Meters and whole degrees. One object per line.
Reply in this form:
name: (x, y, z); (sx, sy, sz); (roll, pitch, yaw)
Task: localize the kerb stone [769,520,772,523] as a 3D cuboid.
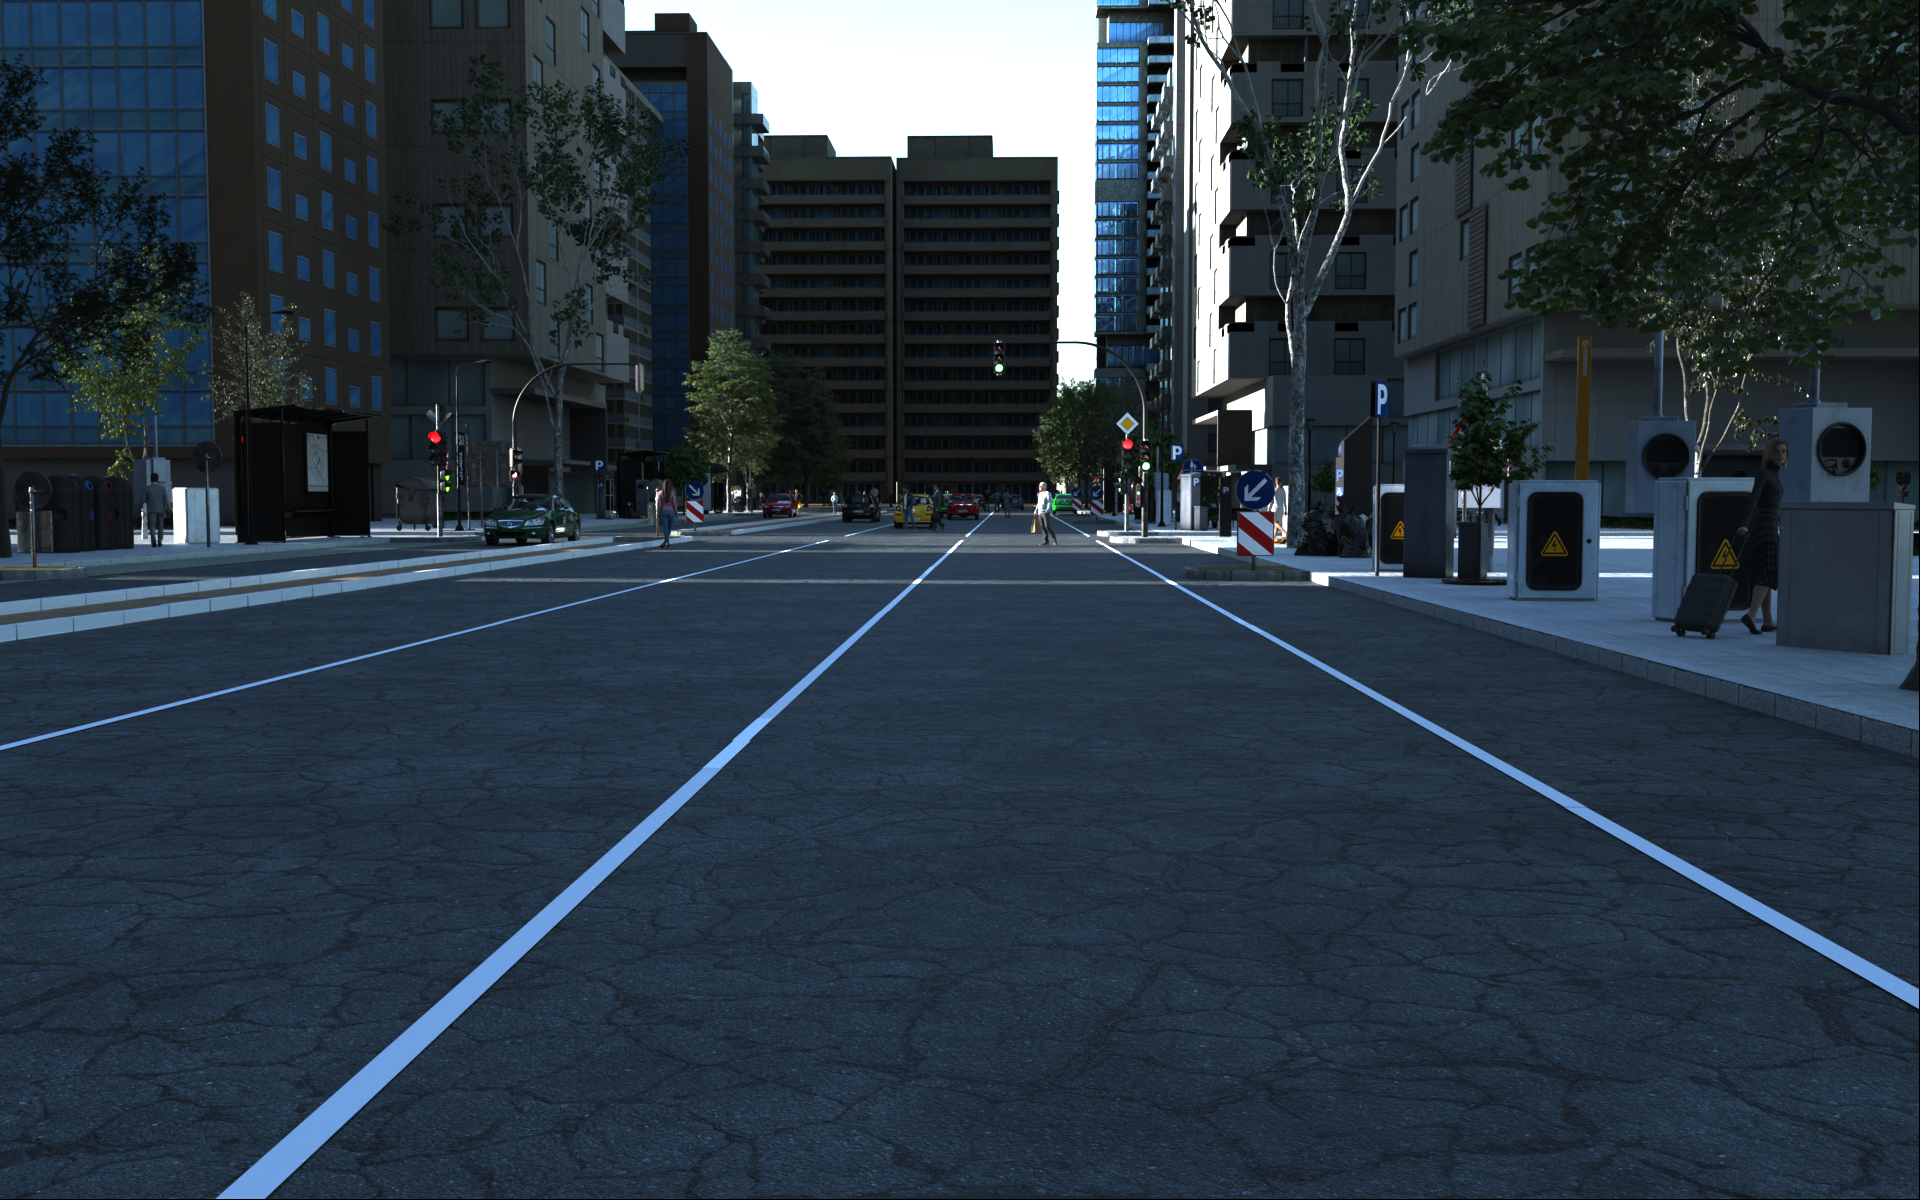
kerb stone: (-9.361, -3.763, 83.723); (0.120, 0.150, 1.000); (0, 4, 2)

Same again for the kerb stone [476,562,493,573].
kerb stone: (-8.857, -0.591, 31.857); (0.120, 0.150, 1.000); (0, 4, 2)

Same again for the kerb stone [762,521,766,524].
kerb stone: (-9.417, -3.637, 81.680); (0.120, 0.150, 1.000); (0, 4, 2)

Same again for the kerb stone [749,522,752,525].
kerb stone: (-9.551, -3.386, 77.563); (0.120, 0.150, 1.000); (0, 4, 2)

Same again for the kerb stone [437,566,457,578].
kerb stone: (-8.916, -0.463, 29.812); (0.120, 0.150, 1.000); (0, 4, 2)

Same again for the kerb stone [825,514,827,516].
kerb stone: (-8.603, -5.265, 108.329); (0.120, 0.150, 1.000); (0, 4, 2)

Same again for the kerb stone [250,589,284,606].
kerb stone: (-9.136, -0.027, 22.629); (0.120, 0.150, 1.000); (0, 4, 2)

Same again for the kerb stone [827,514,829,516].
kerb stone: (-8.565, -5.331, 109.351); (0.120, 0.150, 1.000); (0, 4, 2)

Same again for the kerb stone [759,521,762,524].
kerb stone: (-9.452, -3.569, 80.651); (0.120, 0.150, 1.000); (0, 4, 2)

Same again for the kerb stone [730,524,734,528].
kerb stone: (-9.701, -3.069, 72.432); (0.120, 0.150, 1.000); (0, 4, 2)

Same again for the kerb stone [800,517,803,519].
kerb stone: (-8.981, -4.515, 96.018); (0.120, 0.150, 1.000); (0, 4, 2)

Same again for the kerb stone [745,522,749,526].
kerb stone: (-9.577, -3.323, 76.531); (0.120, 0.150, 1.000); (0, 4, 2)

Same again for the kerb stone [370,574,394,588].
kerb stone: (-9.011, -0.273, 26.738); (0.120, 0.150, 1.000); (0, 4, 2)

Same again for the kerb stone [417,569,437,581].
kerb stone: (-8.955, -0.403, 28.780); (0.120, 0.150, 1.000); (0, 4, 2)

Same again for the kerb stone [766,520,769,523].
kerb stone: (-9.389, -3.701, 82.701); (0.120, 0.150, 1.000); (0, 4, 2)

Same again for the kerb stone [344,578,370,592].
kerb stone: (-9.038, -0.211, 25.710); (0.120, 0.150, 1.000); (0, 4, 2)

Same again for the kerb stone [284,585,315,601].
kerb stone: (-9.110, -0.089, 23.658); (0.120, 0.150, 1.000); (0, 4, 2)

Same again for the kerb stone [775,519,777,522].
kerb stone: (-9.297, -3.886, 85.784); (0.120, 0.150, 1.000); (0, 4, 2)

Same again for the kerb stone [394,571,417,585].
kerb stone: (-8.980, -0.340, 27.759); (0.120, 0.150, 1.000); (0, 4, 2)

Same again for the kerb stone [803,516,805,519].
kerb stone: (-8.947, -4.572, 97.052); (0.120, 0.150, 1.000); (0, 4, 2)

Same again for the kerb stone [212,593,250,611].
kerb stone: (-9.172, 0.036, 21.608); (0.120, 0.150, 1.000); (0, 4, 2)

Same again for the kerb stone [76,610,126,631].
kerb stone: (-9.265, 0.228, 18.528); (0.120, 0.150, 1.000); (0, 4, 2)

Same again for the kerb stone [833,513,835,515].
kerb stone: (-8.446, -5.581, 113.438); (0.120, 0.150, 1.000); (0, 4, 2)

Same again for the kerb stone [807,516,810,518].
kerb stone: (-8.874, -4.704, 99.098); (0.120, 0.150, 1.000); (0, 4, 2)

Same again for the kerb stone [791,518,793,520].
kerb stone: (-9.109, -4.265, 91.931); (0.120, 0.150, 1.000); (0, 4, 2)

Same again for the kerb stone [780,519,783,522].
kerb stone: (-9.227, -4.015, 87.832); (0.120, 0.150, 1.000); (0, 4, 2)

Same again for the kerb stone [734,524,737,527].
kerb stone: (-9.684, -3.135, 73.454); (0.120, 0.150, 1.000); (0, 4, 2)

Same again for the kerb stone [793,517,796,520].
kerb stone: (-9.065, -4.328, 92.953); (0.120, 0.150, 1.000); (0, 4, 2)

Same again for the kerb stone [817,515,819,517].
kerb stone: (-8.732, -5.018, 104.231); (0.120, 0.150, 1.000); (0, 4, 2)

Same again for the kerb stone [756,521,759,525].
kerb stone: (-9.489, -3.512, 79.619); (0.120, 0.150, 1.000); (0, 4, 2)

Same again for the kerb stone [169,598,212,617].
kerb stone: (-9.205, 0.099, 20.575); (0.120, 0.150, 1.000); (0, 4, 2)

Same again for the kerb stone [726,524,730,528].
kerb stone: (-9.737, -3.009, 71.397); (0.120, 0.150, 1.000); (0, 4, 2)

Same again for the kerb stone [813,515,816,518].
kerb stone: (-8.789, -4.892, 102.178); (0.120, 0.150, 1.000); (0, 4, 2)

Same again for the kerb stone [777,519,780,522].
kerb stone: (-9.263, -3.952, 86.811); (0.120, 0.150, 1.000); (0, 4, 2)

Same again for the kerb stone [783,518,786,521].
kerb stone: (-9.195, -4.077, 88.854); (0.120, 0.150, 1.000); (0, 4, 2)

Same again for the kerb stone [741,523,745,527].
kerb stone: (-9.613, -3.260, 75.506); (0.120, 0.150, 1.000); (0, 4, 2)

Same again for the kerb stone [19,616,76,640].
kerb stone: (-9.297, 0.287, 17.506); (0.120, 0.150, 1.000); (0, 4, 2)

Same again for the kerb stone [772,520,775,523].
kerb stone: (-9.324, -3.826, 84.752); (0.120, 0.150, 1.000); (0, 4, 2)

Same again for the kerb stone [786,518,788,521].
kerb stone: (-9.169, -4.140, 89.884); (0.120, 0.150, 1.000); (0, 4, 2)

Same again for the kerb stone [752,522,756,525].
kerb stone: (-9.515, -3.449, 78.590); (0.120, 0.150, 1.000); (0, 4, 2)

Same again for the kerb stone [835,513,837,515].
kerb stone: (-8.404, -5.642, 114.460); (0.120, 0.150, 1.000); (0, 4, 2)

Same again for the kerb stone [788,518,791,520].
kerb stone: (-9.135, -4.202, 90.909); (0.120, 0.150, 1.000); (0, 4, 2)

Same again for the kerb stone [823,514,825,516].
kerb stone: (-8.627, -5.206, 107.307); (0.120, 0.150, 1.000); (0, 4, 2)

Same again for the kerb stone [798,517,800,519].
kerb stone: (-9.014, -4.453, 94.997); (0.120, 0.150, 1.000); (0, 4, 2)

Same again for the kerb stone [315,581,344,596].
kerb stone: (-9.072, -0.152, 24.679); (0.120, 0.150, 1.000); (0, 4, 2)

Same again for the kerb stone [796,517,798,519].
kerb stone: (-9.041, -4.387, 93.975); (0.120, 0.150, 1.000); (0, 4, 2)

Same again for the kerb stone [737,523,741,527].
kerb stone: (-9.656, -3.195, 74.476); (0.120, 0.150, 1.000); (0, 4, 2)

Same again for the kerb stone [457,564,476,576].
kerb stone: (-8.886, -0.527, 30.835); (0.120, 0.150, 1.000); (0, 4, 2)

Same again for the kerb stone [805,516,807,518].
kerb stone: (-8.919, -4.641, 98.077); (0.120, 0.150, 1.000); (0, 4, 2)

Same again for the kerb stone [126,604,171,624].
kerb stone: (-9.239, 0.171, 19.554); (0.120, 0.150, 1.000); (0, 4, 2)

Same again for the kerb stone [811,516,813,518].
kerb stone: (-8.829, -4.829, 101.156); (0.120, 0.150, 1.000); (0, 4, 2)

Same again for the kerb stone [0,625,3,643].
kerb stone: (-9.328, 0.350, 16.479); (0.120, 0.150, 1.000); (0, 4, 2)
